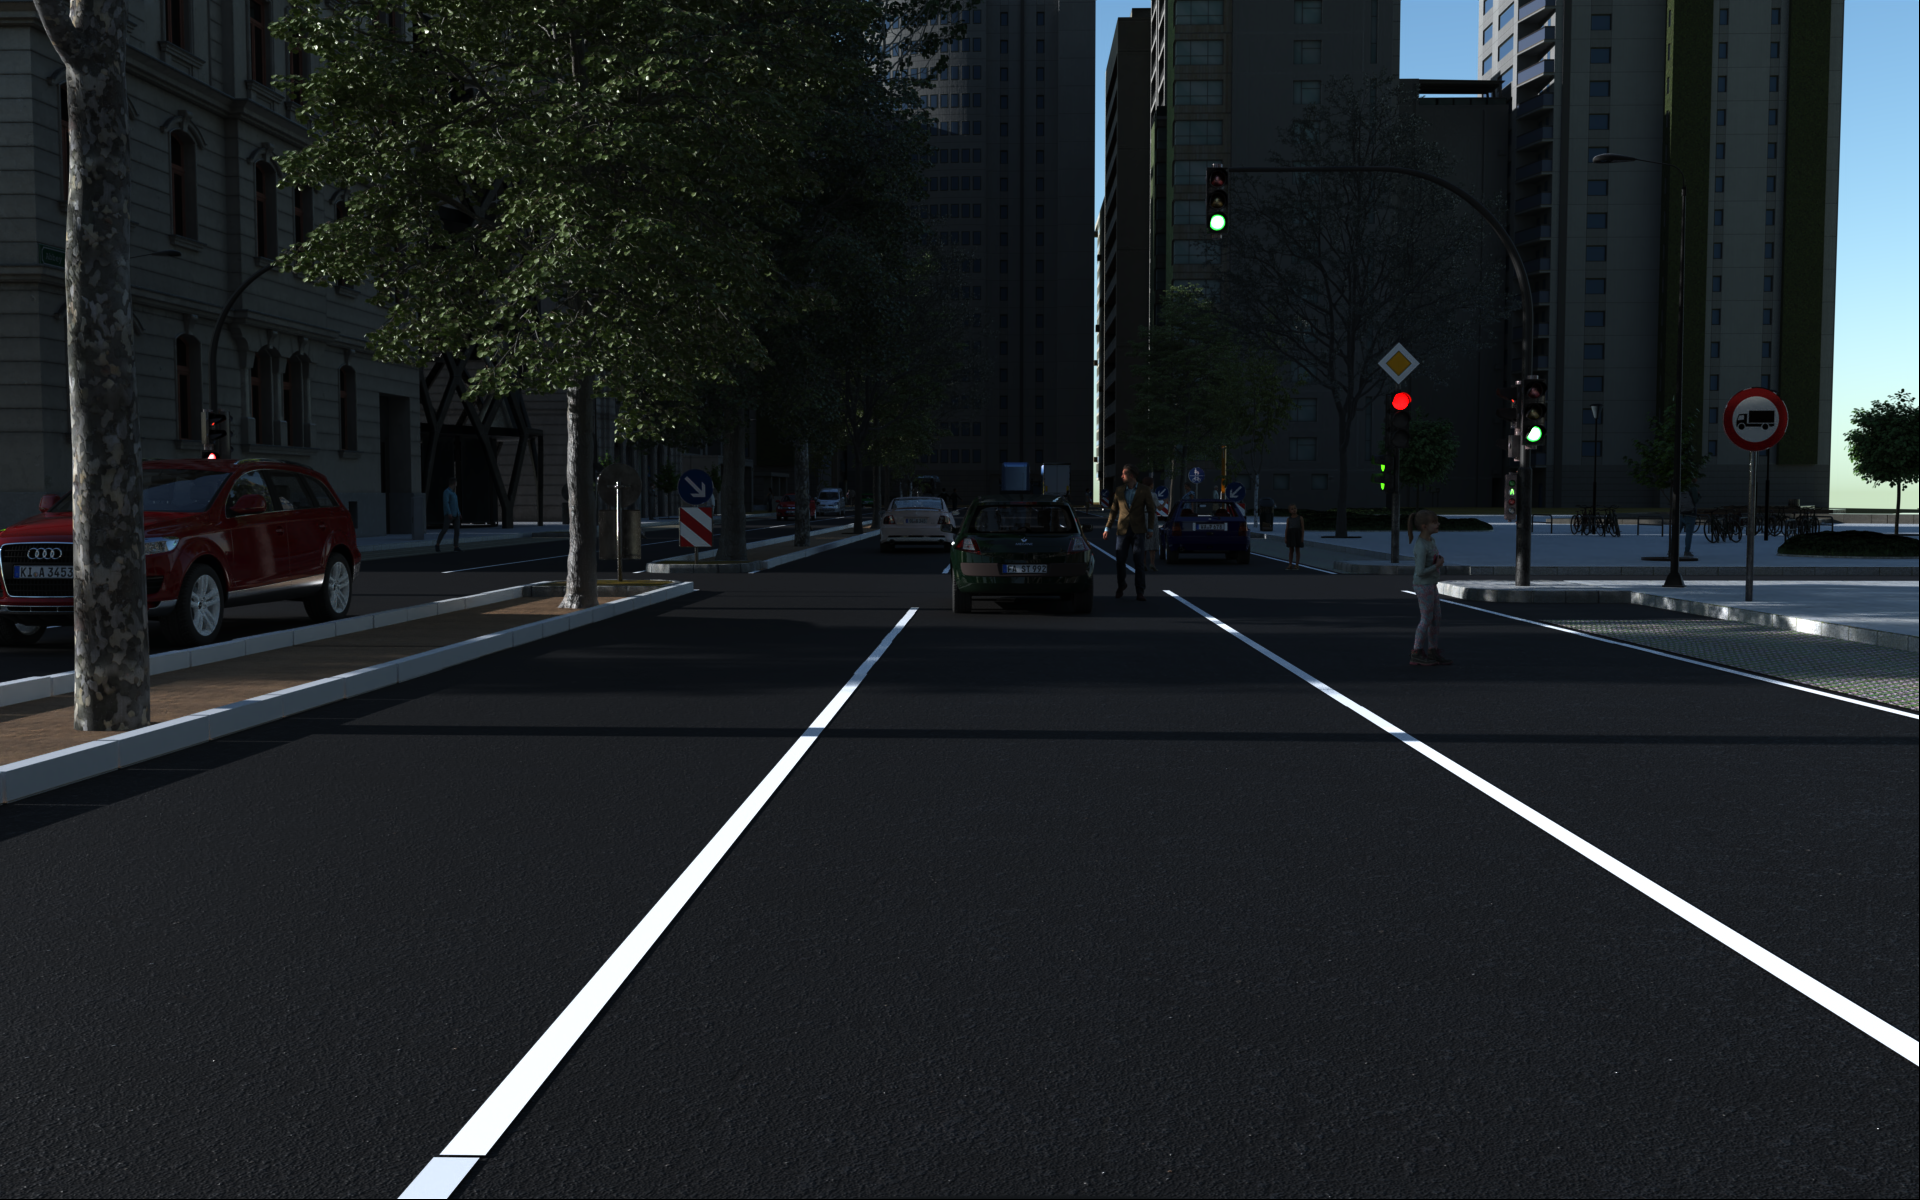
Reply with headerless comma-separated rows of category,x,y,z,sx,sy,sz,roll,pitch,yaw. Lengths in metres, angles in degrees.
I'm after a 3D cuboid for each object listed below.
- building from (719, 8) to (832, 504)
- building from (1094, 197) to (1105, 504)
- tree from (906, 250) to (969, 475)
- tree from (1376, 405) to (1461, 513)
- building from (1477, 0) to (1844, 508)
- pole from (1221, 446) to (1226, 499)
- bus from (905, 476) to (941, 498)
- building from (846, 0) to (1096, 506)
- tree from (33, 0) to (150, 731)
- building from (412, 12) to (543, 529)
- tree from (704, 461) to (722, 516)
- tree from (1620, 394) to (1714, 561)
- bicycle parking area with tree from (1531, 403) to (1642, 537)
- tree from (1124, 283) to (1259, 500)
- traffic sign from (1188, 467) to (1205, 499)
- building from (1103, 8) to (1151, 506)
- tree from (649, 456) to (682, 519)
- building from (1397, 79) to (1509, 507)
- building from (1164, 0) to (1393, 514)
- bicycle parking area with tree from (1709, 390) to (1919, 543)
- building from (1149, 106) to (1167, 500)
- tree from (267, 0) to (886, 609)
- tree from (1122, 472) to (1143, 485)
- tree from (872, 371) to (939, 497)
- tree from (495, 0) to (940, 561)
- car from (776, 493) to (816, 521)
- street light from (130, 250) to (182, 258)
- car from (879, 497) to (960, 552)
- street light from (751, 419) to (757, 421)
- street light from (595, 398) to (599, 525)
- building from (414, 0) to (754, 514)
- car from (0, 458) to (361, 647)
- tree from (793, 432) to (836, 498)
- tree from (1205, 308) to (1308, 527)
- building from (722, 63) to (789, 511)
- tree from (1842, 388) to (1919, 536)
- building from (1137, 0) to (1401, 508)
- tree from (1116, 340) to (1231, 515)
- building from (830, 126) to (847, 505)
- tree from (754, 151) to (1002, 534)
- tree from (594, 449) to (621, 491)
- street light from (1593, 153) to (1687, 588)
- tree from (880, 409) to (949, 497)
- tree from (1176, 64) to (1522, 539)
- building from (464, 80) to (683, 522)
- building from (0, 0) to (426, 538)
building,-27.322,-38.543,172.171,28.212,58.520,21.231,0,4,2
building,28.444,-31.516,207.162,23.993,40.220,32.217,0,4,2
tree,-3.529,-9.230,71.500,7.486,12.596,7.792,0,3,0
tree,16.891,-4.913,64.044,4.285,4.588,4.351,0,3,0
building,66.898,-38.290,168.039,28.212,58.520,21.231,0,4,2
pole,11.172,-4.863,73.359,0.158,3.312,0.155,0,3,0
bus,-3.484,-10.590,168.003,2.948,3.499,13.247,0,4,2
building,1.134,-40.352,201.749,28.212,58.520,21.231,0,4,2
tree,-6.374,-9.329,10.876,12.611,20.169,13.585,0,3,0
building,-24.759,-12.096,65.217,16.820,18.784,16.811,0,4,2
tree,-14.349,-6.508,101.009,1.663,3.219,1.824,0,3,0
tree,13.856,-2.377,33.469,1.663,3.219,1.824,0,3,0
bicycle parking area with tree,22.751,-4.157,54.963,8.231,4.147,9.016,1,4,12
tree,12.469,-10.726,93.490,7.486,12.596,7.792,0,3,0
traffic sign,11.241,-5.029,82.334,0.768,2.556,0.104,0,4,6
building,25.471,-33.446,170.544,21.300,48.544,21.600,0,4,2
tree,-14.983,-5.726,88.221,1.663,3.219,1.824,0,3,0
building,45.898,-29.997,174.043,14.086,41.232,14.154,0,4,2
building,20.912,-26.552,117.716,14.154,41.232,14.086,0,4,2
bicycle parking area with tree,24.350,-3.623,46.242,9.016,4.147,8.231,-3,5,-44
building,21.358,-22.043,132.108,14.160,30.474,14.107,0,4,2
tree,-4.842,-6.190,21.789,7.486,12.596,7.792,0,3,0
tree,13.177,-8.311,130.479,1.663,3.219,1.824,0,3,0
tree,-3.183,-8.666,94.513,4.737,8.622,4.395,0,3,0
tree,-4.827,-7.776,36.256,9.857,13.997,8.962,0,3,0
car,-8.965,-5.248,94.852,2.155,1.783,4.494,0,4,2
street light,-15.507,-3.705,33.115,1.470,5.913,1.316,0,4,2
car,-1.049,-1.931,43.941,2.083,1.381,4.827,0,3,0
street light,-13.324,-8.269,107.739,1.470,5.913,1.316,0,4,2
street light,-14.377,-6.020,70.965,1.470,5.913,1.316,0,4,2
building,-25.108,-41.551,117.618,20.563,71.187,20.611,0,4,2
car,-8.028,-0.569,17.975,2.281,1.827,5.304,0,4,2
tree,-12.952,-12.631,156.885,4.737,8.622,4.395,0,3,0
tree,11.412,-7.115,66.700,4.737,8.622,4.395,0,3,0
building,-30.764,-27.469,140.996,32.217,40.220,23.993,0,4,2
tree,29.044,-4.279,53.680,4.285,4.588,4.351,0,3,0
building,25.173,-43.453,148.714,20.563,71.187,20.611,0,4,2
tree,12.937,-10.323,103.197,7.601,10.594,8.767,0,4,-3
building,-23.882,-35.419,202.794,21.600,48.544,21.300,0,4,2
tree,-3.601,-9.078,61.256,12.009,13.543,11.850,0,3,0
tree,-15.118,-4.847,73.844,1.663,3.219,1.824,0,3,0
street light,9.334,-3.134,23.786,1.470,5.913,1.316,0,4,2
tree,-2.584,-8.381,89.854,4.360,8.622,3.978,0,3,0
tree,11.193,-8.542,50.030,12.009,13.543,11.850,0,3,0
building,-22.686,-15.245,91.061,13.314,21.916,24.055,0,4,2
building,-23.949,-15.740,44.742,14.401,28.519,23.554,0,4,2
